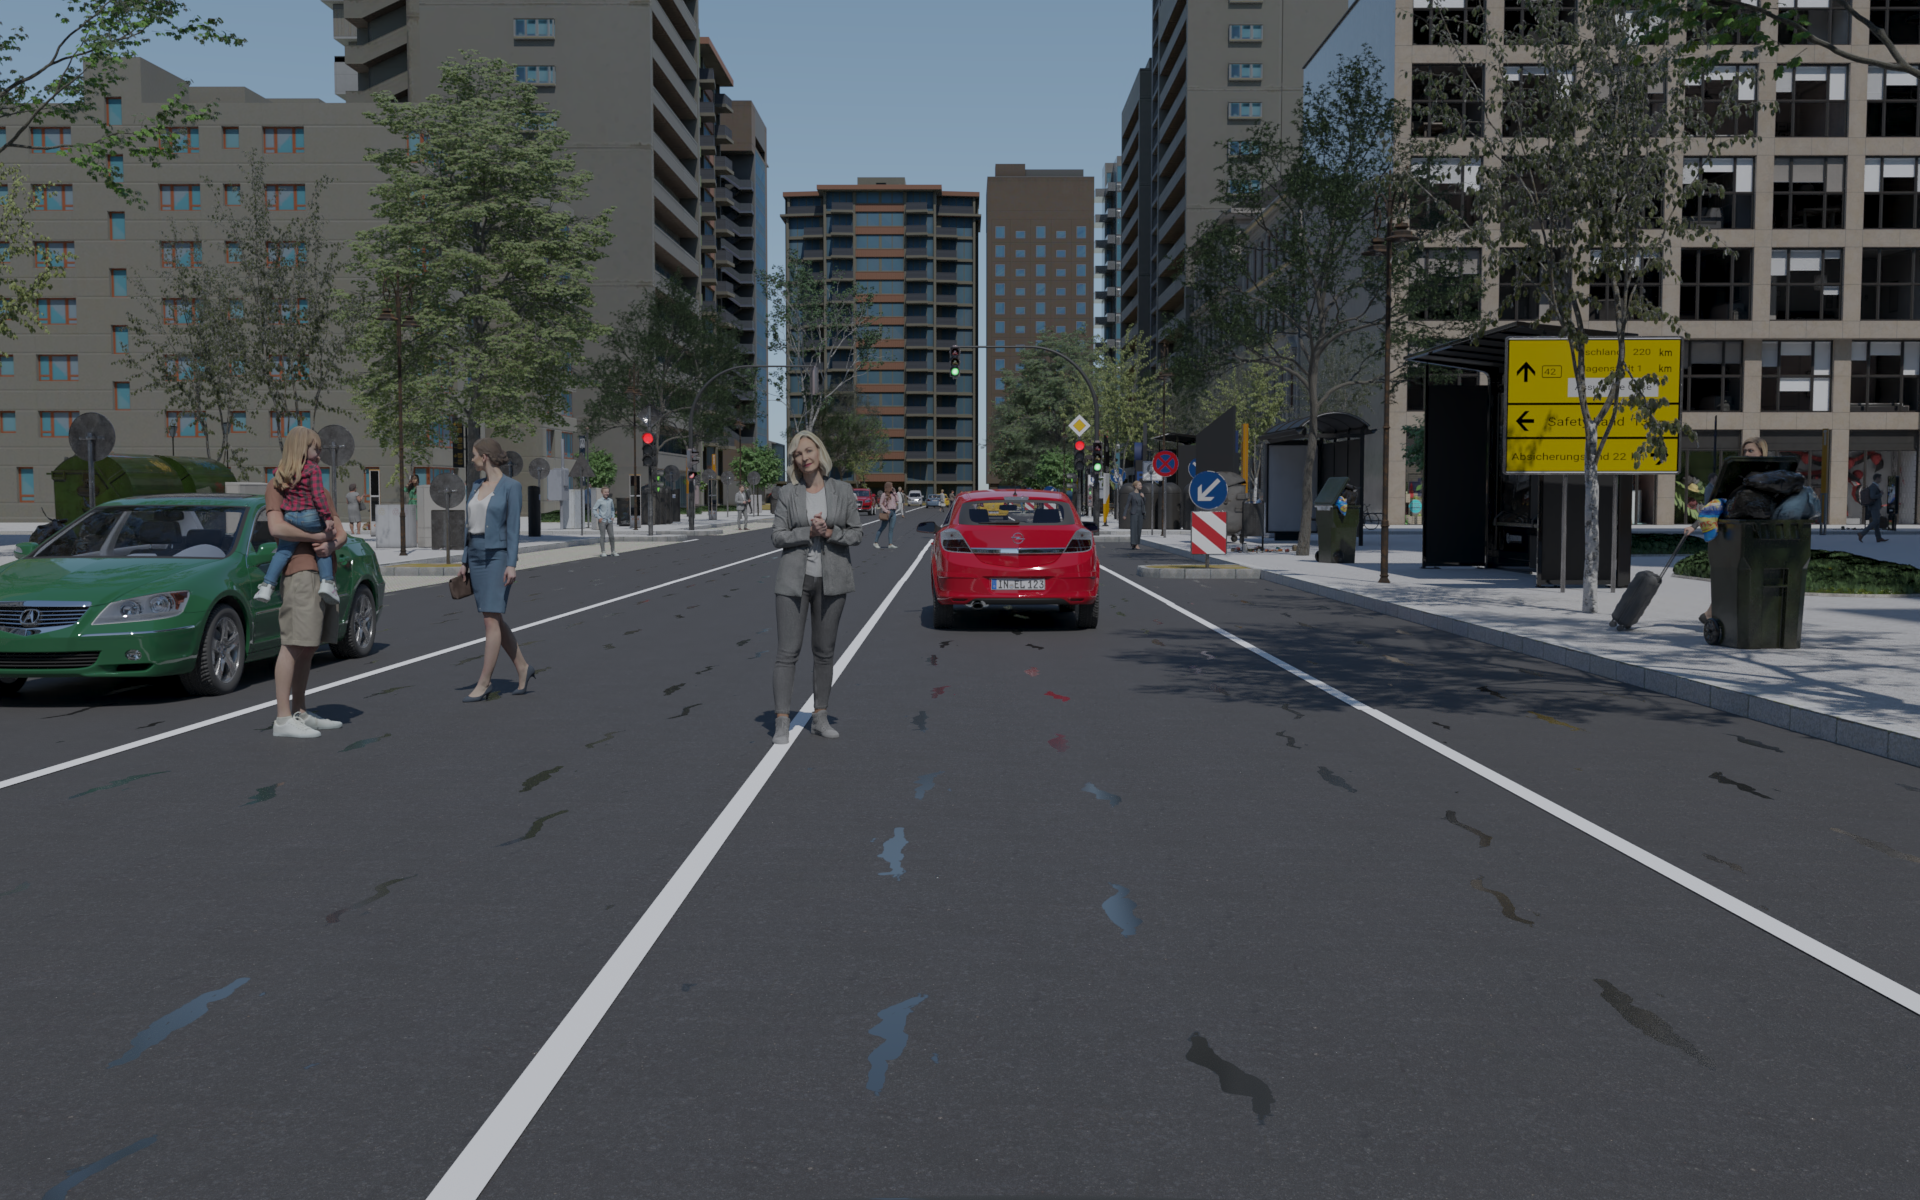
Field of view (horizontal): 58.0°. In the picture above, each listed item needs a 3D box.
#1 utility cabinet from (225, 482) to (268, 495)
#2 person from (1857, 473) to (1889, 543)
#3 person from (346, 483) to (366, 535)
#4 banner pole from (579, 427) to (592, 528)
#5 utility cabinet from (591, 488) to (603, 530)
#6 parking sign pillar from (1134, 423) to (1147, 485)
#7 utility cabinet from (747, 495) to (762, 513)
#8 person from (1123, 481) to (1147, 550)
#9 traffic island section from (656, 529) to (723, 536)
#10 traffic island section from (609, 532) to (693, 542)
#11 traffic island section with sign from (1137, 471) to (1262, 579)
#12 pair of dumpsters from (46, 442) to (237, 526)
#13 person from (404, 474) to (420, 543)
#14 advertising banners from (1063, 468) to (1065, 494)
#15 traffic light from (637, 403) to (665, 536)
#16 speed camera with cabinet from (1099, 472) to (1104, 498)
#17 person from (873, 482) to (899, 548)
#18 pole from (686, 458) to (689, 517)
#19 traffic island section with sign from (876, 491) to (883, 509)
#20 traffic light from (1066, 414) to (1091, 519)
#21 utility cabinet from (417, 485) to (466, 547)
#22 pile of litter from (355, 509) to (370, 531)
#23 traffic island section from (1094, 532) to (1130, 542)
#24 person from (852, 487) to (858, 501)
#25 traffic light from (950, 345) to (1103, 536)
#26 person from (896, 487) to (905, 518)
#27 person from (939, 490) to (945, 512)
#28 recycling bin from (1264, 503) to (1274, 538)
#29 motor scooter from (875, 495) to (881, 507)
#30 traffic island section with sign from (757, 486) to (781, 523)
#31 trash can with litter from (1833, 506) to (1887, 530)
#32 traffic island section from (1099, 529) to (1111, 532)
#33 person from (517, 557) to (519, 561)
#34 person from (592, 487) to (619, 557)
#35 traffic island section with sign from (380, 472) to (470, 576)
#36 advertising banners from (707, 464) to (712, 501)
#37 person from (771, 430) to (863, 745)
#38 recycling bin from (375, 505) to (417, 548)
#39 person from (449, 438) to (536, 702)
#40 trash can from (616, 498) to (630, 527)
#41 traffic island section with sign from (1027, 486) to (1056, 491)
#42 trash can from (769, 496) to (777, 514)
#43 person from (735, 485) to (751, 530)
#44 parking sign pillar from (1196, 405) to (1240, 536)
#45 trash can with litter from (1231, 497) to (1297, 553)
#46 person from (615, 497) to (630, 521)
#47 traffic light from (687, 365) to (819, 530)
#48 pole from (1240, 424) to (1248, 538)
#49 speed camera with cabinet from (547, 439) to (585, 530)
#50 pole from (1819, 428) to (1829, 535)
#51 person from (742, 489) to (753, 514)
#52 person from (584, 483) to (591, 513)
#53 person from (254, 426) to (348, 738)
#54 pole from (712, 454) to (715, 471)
[{"bbox_3d":[-13.417,-1.475,32.803,0.318,1.500,1.173,1,4,9],"label":"utility cabinet"},{"bbox_3d":[24.226,-2.442,45.941,0.822,1.834,0.622,1,4,14],"label":"person"},{"bbox_3d":[-19.869,-2.955,57.168,0.716,1.782,0.532,1,4,20],"label":"person"},{"bbox_3d":[-14.054,-4.579,64.877,0.401,3.779,0.863,-3,5,-41],"label":"banner pole"},{"bbox_3d":[-12.944,-3.259,61.963,0.318,1.500,1.173,-1,4,-20],"label":"utility cabinet"},{"bbox_3d":[6.797,-4.680,64.982,1.447,3.967,1.447,0,4,6],"label":"parking sign pillar"},{"bbox_3d":[-13.991,-6.521,117.777,1.020,1.237,0.306,-1,4,-11],"label":"utility cabinet"},{"bbox_3d":[4.486,-2.175,44.487,0.534,1.772,0.576,3,5,42],"label":"person"},{"bbox_3d":[-9.513,-2.386,61.298,2.009,0.180,2.903,0,4,0],"label":"traffic island section"},{"bbox_3d":[-9.539,-1.898,53.313,2.009,0.180,2.903,0,4,0],"label":"traffic island section"},{"bbox_3d":[4.136,-1.327,30.331,1.989,1.847,2.006,0,4,0],"label":"traffic island section with sign"},{"bbox_3d":[-14.542,-1.744,31.008,1.574,2.255,4.437,0,4,0],"label":"pair of dumpsters"},{"bbox_3d":[-14.044,-2.349,44.692,0.600,1.795,0.529,-1,4,-12],"label":"person"},{"bbox_3d":[6.014,-6.361,100.191,0.090,3.025,2.074,0,4,3],"label":"advertising banners"},{"bbox_3d":[-9.499,-3.930,53.178,0.839,4.253,0.868,0,4,0],"label":"traffic light"},{"bbox_3d":[8.175,-5.978,92.082,2.038,3.252,0.660,0,4,0],"label":"speed camera with cabinet"},{"bbox_3d":[-1.971,-2.248,45.847,0.643,1.750,0.593,3,5,40],"label":"person"},{"bbox_3d":[-15.263,-6.325,97.252,0.158,3.312,0.155,0,3,0],"label":"pole"},{"bbox_3d":[-8.766,-11.210,191.912,1.989,1.847,2.006,0,4,0],"label":"traffic island section with sign"},{"bbox_3d":[4.188,-4.417,61.136,0.839,4.253,0.868,0,4,0],"label":"traffic light"},{"bbox_3d":[-12.472,-2.018,41.666,0.318,1.500,1.173,3,5,39],"label":"utility cabinet"},{"bbox_3d":[-20.680,-2.902,61.419,1.719,0.858,1.176,0,4,5],"label":"pile of litter"},{"bbox_3d":[4.202,-1.895,53.264,2.009,0.180,2.903,0,4,0],"label":"traffic island section"},{"bbox_3d":[-4.658,-4.019,74.787,0.480,1.755,0.524,0,4,-7],"label":"person"},{"bbox_3d":[2.070,-4.792,53.016,4.771,5.953,1.251,0,4,0],"label":"traffic light"},{"bbox_3d":[-3.628,-5.795,103.133,0.818,1.842,0.514,1,4,9],"label":"person"},{"bbox_3d":[-1.428,-7.754,135.626,0.624,1.780,0.694,-1,4,-23],"label":"person"},{"bbox_3d":[9.303,-2.334,50.716,0.722,1.027,0.722,0,4,-6],"label":"recycling bin"},{"bbox_3d":[-8.705,-10.590,185.917,0.815,1.314,1.986,0,3,0],"label":"motor scooter"},{"bbox_3d":[-9.106,-4.785,86.868,1.989,1.847,2.006,0,4,0],"label":"traffic island section with sign"},{"bbox_3d":[32.202,-3.113,61.963,2.233,1.210,1.678,0,4,-3],"label":"trash can with litter"},{"bbox_3d":[4.228,-2.383,61.249,2.009,0.180,2.903,0,4,0],"label":"traffic island section"},{"bbox_3d":[-9.557,-1.475,36.858,0.306,1.304,0.590,-2,4,-29],"label":"person"},{"bbox_3d":[-8.118,-1.795,39.661,0.589,1.601,0.330,-2,4,-33],"label":"person"},{"bbox_3d":[-9.287,-1.369,31.014,1.989,1.847,2.006,0,4,0],"label":"traffic island section with sign"},{"bbox_3d":[-14.695,-6.462,101.844,0.090,3.025,2.074,-1,4,-15],"label":"advertising banners"},{"bbox_3d":[-0.831,-0.085,10.080,0.537,1.800,0.526,0,4,-2],"label":"person"},{"bbox_3d":[-13.418,-1.754,41.225,0.722,1.027,0.722,1,4,9],"label":"recycling bin"},{"bbox_3d":[-3.226,-0.220,12.120,0.654,1.822,0.581,-3,5,-41],"label":"person"},{"bbox_3d":[-13.279,-3.480,68.545,0.748,1.137,0.748,0,3,0],"label":"trash can"},{"bbox_3d":[4.307,-4.723,85.848,1.989,1.847,2.006,0,4,0],"label":"traffic island section with sign"},{"bbox_3d":[-11.853,-6.070,110.891,0.748,1.137,0.748,0,3,0],"label":"trash can"},{"bbox_3d":[-8.548,-3.646,68.308,0.583,1.804,0.606,2,4,30],"label":"person"},{"bbox_3d":[7.890,-3.952,53.086,1.447,3.967,1.447,3,4,37],"label":"parking sign pillar"},{"bbox_3d":[6.910,-1.678,38.488,2.233,1.210,1.678,-1,4,-20],"label":"trash can with litter"},{"bbox_3d":[-15.021,-4.066,78.013,0.738,1.151,1.012,-2,4,-29],"label":"person"},{"bbox_3d":[-7.381,-5.292,61.191,4.771,5.953,1.251,0,4,0],"label":"traffic light"},{"bbox_3d":[8.258,-3.452,50.290,0.158,3.312,0.155,0,3,0],"label":"pole"},{"bbox_3d":[-14.302,-4.192,62.878,0.660,3.252,2.038,1,4,11],"label":"speed camera with cabinet"},{"bbox_3d":[26.902,-3.673,53.895,0.158,3.312,0.155,0,3,0],"label":"pole"},{"bbox_3d":[-13.693,-6.457,111.390,0.755,1.850,0.659,1,4,11],"label":"person"},{"bbox_3d":[-17.935,-4.756,83.990,0.721,1.800,0.419,2,4,32],"label":"person"},{"bbox_3d":[-3.908,-0.112,10.303,0.573,1.828,0.580,-3,4,-37],"label":"person"},{"bbox_3d":[-12.601,-5.798,88.644,0.158,3.312,0.155,0,3,0],"label":"pole"}]
